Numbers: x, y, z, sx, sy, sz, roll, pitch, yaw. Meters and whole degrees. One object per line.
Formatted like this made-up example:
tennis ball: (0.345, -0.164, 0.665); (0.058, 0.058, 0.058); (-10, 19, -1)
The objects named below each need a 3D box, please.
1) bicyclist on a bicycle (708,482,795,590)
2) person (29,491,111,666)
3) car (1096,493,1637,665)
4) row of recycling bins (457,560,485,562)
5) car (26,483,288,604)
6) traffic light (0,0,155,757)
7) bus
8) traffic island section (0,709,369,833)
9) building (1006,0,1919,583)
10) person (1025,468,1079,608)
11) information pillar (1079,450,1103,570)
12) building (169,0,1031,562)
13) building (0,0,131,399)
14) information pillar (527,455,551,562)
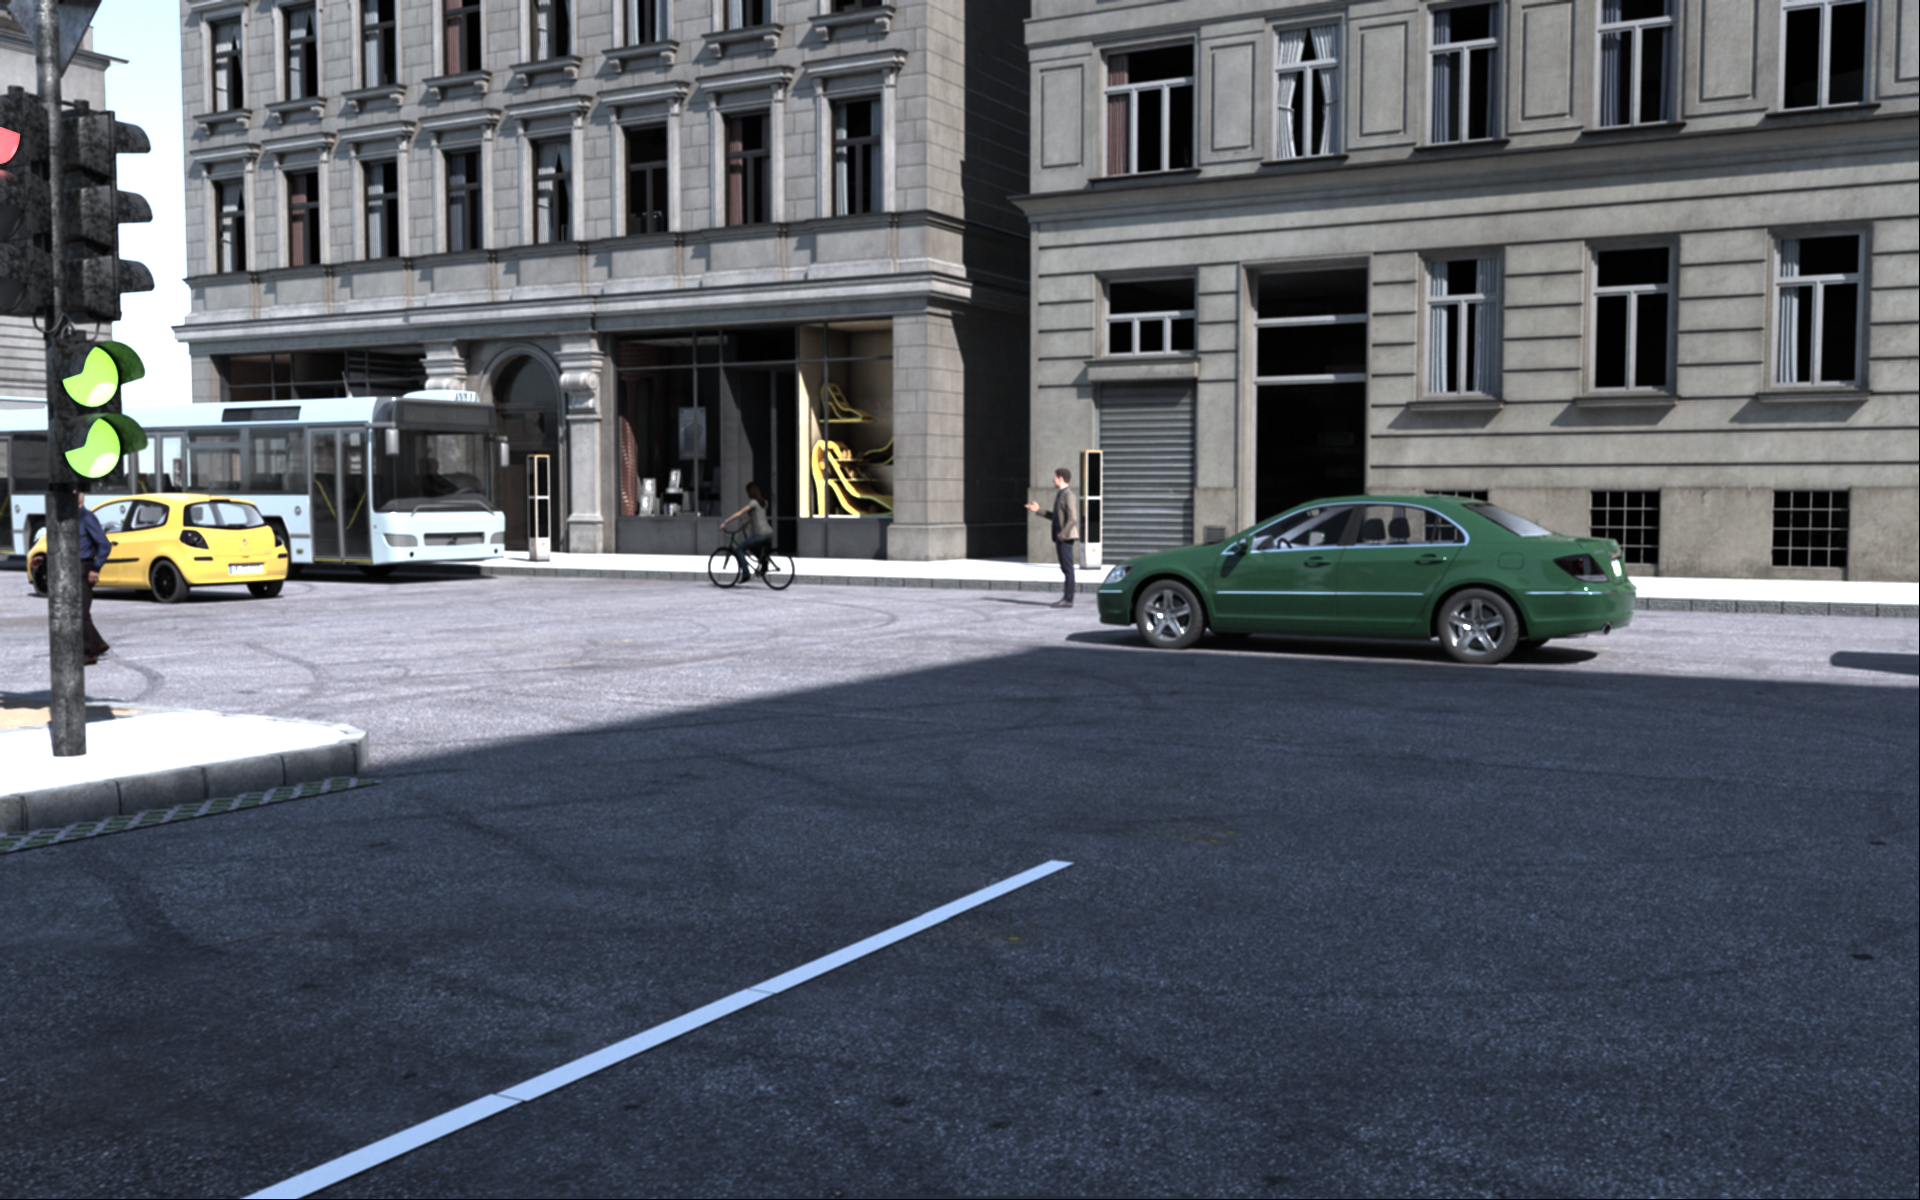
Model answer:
bicyclist on a bicycle: (-3.152, -0.978, 26.012); (1.625, 1.676, 1.499); (2, 4, 30)
person: (-7.453, -0.203, 14.509); (0.600, 1.496, 0.574); (-2, 4, -30)
car: (3.602, -0.255, 15.970); (4.920, 1.459, 2.131); (2, 4, 30)
row of recycling bins: (-9.964, -1.660, 34.254); (1.069, 1.692, 3.534); (-1, 4, -21)
car: (-11.200, -0.842, 23.995); (3.980, 1.641, 2.015); (2, 4, 29)
traffic light: (-4.363, -1.190, 8.385); (0.839, 4.253, 0.868); (2, 4, 29)
bus: (-13.251, -2.204, 30.891); (13.247, 3.499, 2.948); (2, 4, 29)
traffic island section: (-4.393, 0.841, 8.538); (2.009, 0.180, 2.903); (2, 4, 29)
building: (17.209, -12.070, 30.634); (30.059, 22.955, 16.112); (2, 4, 29)
person: (1.157, -0.794, 22.014); (0.750, 1.759, 0.617); (1, 4, 11)
information pillar: (2.208, -1.515, 29.268); (0.304, 2.012, 0.304); (-1, 4, -18)
building: (-15.785, -11.906, 45.569); (40.483, 20.767, 10.553); (2, 4, 29)
building: (-43.322, -13.491, 62.385); (24.055, 21.916, 13.314); (2, 4, 29)
information pillar: (-7.944, -1.724, 32.688); (0.304, 2.012, 0.304); (-3, 5, -43)
